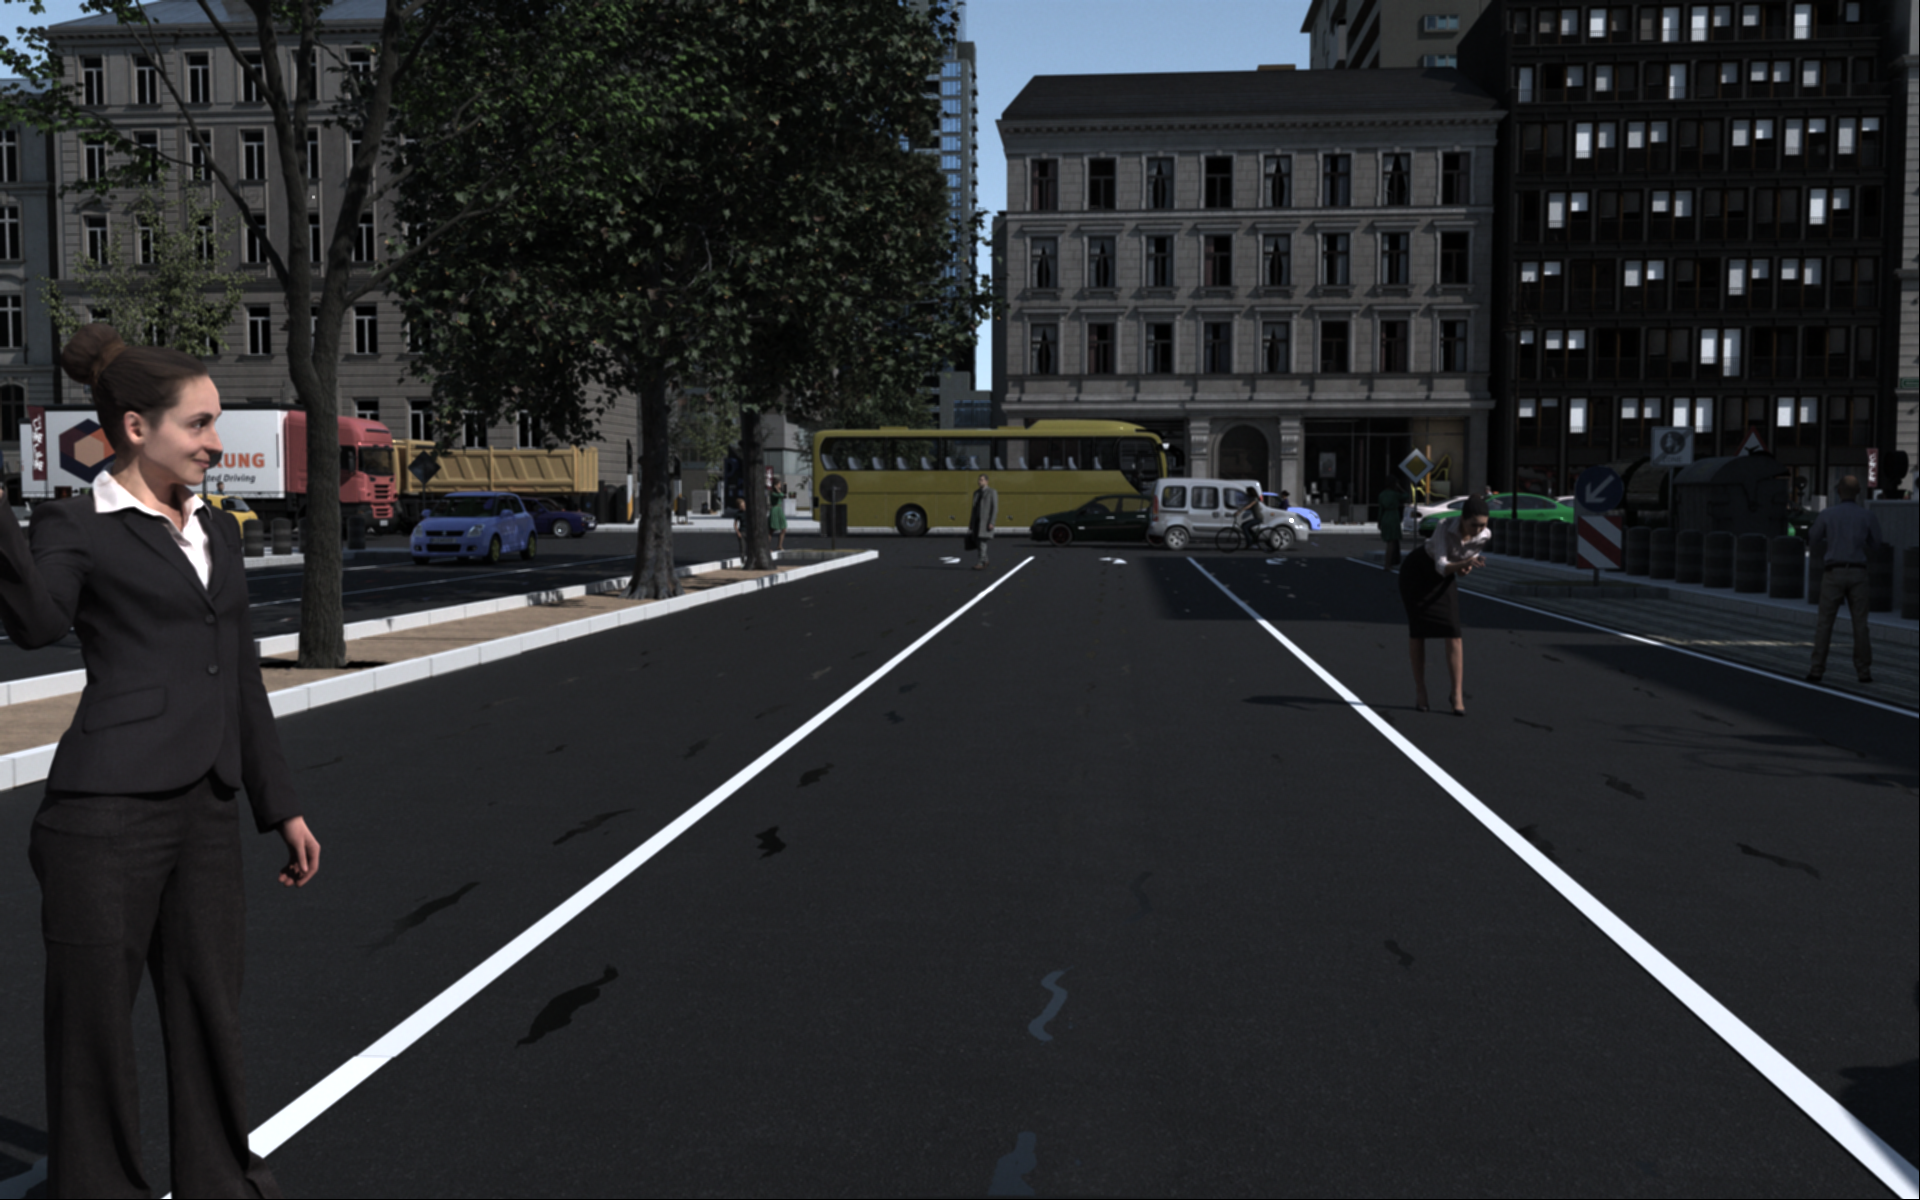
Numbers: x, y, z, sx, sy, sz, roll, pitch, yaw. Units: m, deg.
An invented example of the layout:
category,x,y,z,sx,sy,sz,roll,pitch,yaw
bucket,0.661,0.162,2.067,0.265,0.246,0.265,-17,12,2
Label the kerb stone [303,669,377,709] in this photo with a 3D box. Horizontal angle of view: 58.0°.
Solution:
category,x,y,z,sx,sy,sz,roll,pitch,yaw
kerb stone,-4.336,0.623,12.012,0.120,0.150,1.000,0,4,5

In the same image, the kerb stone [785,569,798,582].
category,x,y,z,sx,sy,sz,roll,pitch,yaw
kerb stone,-2.861,-0.382,28.444,0.120,0.150,1.000,0,4,5

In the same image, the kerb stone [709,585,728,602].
category,x,y,z,sx,sy,sz,roll,pitch,yaw
kerb stone,-3.327,-0.069,23.322,0.120,0.150,1.000,0,4,5

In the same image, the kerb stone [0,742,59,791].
category,x,y,z,sx,sy,sz,roll,pitch,yaw
kerb stone,-4.614,0.814,8.938,0.120,0.150,1.000,0,4,5

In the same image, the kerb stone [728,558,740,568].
category,x,y,z,sx,sy,sz,roll,pitch,yaw
kerb stone,-4.495,-0.706,33.733,0.120,0.150,1.000,0,4,5

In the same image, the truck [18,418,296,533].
category,x,y,z,sx,sy,sz,roll,pitch,yaw
truck,-28.962,-4.625,64.528,11.283,4.237,2.839,0,4,5

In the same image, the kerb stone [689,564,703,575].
category,x,y,z,sx,sy,sz,roll,pitch,yaw
kerb stone,-4.779,-0.518,30.658,0.120,0.150,1.000,0,4,5

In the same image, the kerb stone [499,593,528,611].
category,x,y,z,sx,sy,sz,roll,pitch,yaw
kerb stone,-5.607,0.046,21.439,0.120,0.150,1.000,0,4,5

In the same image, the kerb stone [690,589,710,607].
category,x,y,z,sx,sy,sz,roll,pitch,yaw
kerb stone,-3.422,-0.006,22.295,0.120,0.150,1.000,0,4,5

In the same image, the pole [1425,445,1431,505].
category,x,y,z,sx,sy,sz,roll,pitch,yaw
pole,19.582,-4.814,72.553,0.158,3.312,0.155,0,3,0

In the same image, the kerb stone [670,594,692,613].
category,x,y,z,sx,sy,sz,roll,pitch,yaw
kerb stone,-3.507,0.057,21.270,0.120,0.150,1.000,0,4,5

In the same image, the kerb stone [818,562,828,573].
category,x,y,z,sx,sy,sz,roll,pitch,yaw
kerb stone,-2.596,-0.563,31.513,0.120,0.150,1.000,0,4,5

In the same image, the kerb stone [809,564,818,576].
category,x,y,z,sx,sy,sz,roll,pitch,yaw
kerb stone,-2.690,-0.507,30.491,0.120,0.150,1.000,0,4,5

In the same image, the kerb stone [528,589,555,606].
category,x,y,z,sx,sy,sz,roll,pitch,yaw
kerb stone,-5.510,-0.016,22.460,0.120,0.150,1.000,0,4,5

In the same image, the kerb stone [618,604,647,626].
category,x,y,z,sx,sy,sz,roll,pitch,yaw
kerb stone,-3.693,0.182,19.216,0.120,0.150,1.000,0,4,5

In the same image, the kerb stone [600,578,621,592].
category,x,y,z,sx,sy,sz,roll,pitch,yaw
kerb stone,-5.234,-0.204,25.535,0.120,0.150,1.000,0,4,5

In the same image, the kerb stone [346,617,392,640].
category,x,y,z,sx,sy,sz,roll,pitch,yaw
kerb stone,-5.972,0.298,17.328,0.120,0.150,1.000,0,4,5

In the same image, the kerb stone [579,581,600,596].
category,x,y,z,sx,sy,sz,roll,pitch,yaw
kerb stone,-5.332,-0.135,24.514,0.120,0.150,1.000,0,4,5

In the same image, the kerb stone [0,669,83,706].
category,x,y,z,sx,sy,sz,roll,pitch,yaw
kerb stone,-6.431,0.614,12.205,0.120,0.150,1.000,0,4,5

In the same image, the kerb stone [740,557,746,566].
category,x,y,z,sx,sy,sz,roll,pitch,yaw
kerb stone,-4.408,-0.769,34.761,0.120,0.150,1.000,0,4,5

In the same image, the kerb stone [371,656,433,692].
category,x,y,z,sx,sy,sz,roll,pitch,yaw
kerb stone,-4.244,0.560,13.034,0.120,0.150,1.000,0,4,5

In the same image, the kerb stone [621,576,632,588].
category,x,y,z,sx,sy,sz,roll,pitch,yaw
kerb stone,-5.135,-0.267,26.566,0.120,0.150,1.000,0,4,5

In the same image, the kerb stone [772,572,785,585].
category,x,y,z,sx,sy,sz,roll,pitch,yaw
kerb stone,-2.961,-0.320,27.424,0.120,0.150,1.000,0,4,5

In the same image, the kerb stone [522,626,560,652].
category,x,y,z,sx,sy,sz,roll,pitch,yaw
kerb stone,-3.969,0.375,16.134,0.120,0.150,1.000,0,4,5

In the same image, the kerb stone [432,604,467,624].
category,x,y,z,sx,sy,sz,roll,pitch,yaw
kerb stone,-5.792,0.175,19.387,0.120,0.150,1.000,0,4,5

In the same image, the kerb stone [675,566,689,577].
category,x,y,z,sx,sy,sz,roll,pitch,yaw
kerb stone,-4.864,-0.454,29.631,0.120,0.150,1.000,0,4,5

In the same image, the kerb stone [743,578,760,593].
category,x,y,z,sx,sy,sz,roll,pitch,yaw
kerb stone,-3.136,-0.194,25.374,0.120,0.150,1.000,0,4,5

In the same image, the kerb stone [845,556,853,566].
category,x,y,z,sx,sy,sz,roll,pitch,yaw
kerb stone,-2.320,-0.754,34.585,0.120,0.150,1.000,0,4,5

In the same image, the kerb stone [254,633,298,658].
category,x,y,z,sx,sy,sz,roll,pitch,yaw
kerb stone,-6.153,0.423,15.277,0.120,0.150,1.000,0,4,5

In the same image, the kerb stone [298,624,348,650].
category,x,y,z,sx,sy,sz,roll,pitch,yaw
kerb stone,-6.061,0.366,16.302,0.120,0.150,1.000,0,4,5

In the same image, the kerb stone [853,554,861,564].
category,x,y,z,sx,sy,sz,roll,pitch,yaw
kerb stone,-2.226,-0.820,35.606,0.120,0.150,1.000,0,4,5

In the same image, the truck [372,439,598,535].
category,x,y,z,sx,sy,sz,roll,pitch,yaw
truck,-18.025,-4.030,61.810,9.791,3.379,3.469,0,4,4

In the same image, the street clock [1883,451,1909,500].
category,x,y,z,sx,sy,sz,roll,pitch,yaw
street clock,15.576,-1.487,28.878,0.358,2.002,0.471,0,4,7

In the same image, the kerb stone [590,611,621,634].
category,x,y,z,sx,sy,sz,roll,pitch,yaw
kerb stone,-3.788,0.246,18.179,0.120,0.150,1.000,0,4,5

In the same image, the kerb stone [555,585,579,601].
category,x,y,z,sx,sy,sz,roll,pitch,yaw
kerb stone,-5.409,-0.073,23.488,0.120,0.150,1.000,0,4,5

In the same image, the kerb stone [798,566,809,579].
category,x,y,z,sx,sy,sz,roll,pitch,yaw
kerb stone,-2.768,-0.444,29.469,0.120,0.150,1.000,0,4,5

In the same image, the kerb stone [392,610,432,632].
category,x,y,z,sx,sy,sz,roll,pitch,yaw
kerb stone,-5.881,0.238,18.354,0.120,0.150,1.000,0,4,5

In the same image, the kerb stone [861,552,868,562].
category,x,y,z,sx,sy,sz,roll,pitch,yaw
kerb stone,-2.131,-0.881,36.630,0.120,0.150,1.000,0,4,5

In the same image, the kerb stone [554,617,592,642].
category,x,y,z,sx,sy,sz,roll,pitch,yaw
kerb stone,-3.880,0.308,17.155,0.120,0.150,1.000,0,4,5

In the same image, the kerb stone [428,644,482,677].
category,x,y,z,sx,sy,sz,roll,pitch,yaw
kerb stone,-4.149,0.499,14.072,0.120,0.150,1.000,0,4,5

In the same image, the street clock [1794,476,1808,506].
category,x,y,z,sx,sy,sz,roll,pitch,yaw
street clock,33.757,-3.974,69.548,0.471,2.002,0.358,3,5,40

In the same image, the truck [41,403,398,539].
category,x,y,z,sx,sy,sz,roll,pitch,yaw
truck,-22.889,-4.014,54.540,11.283,4.237,2.839,0,4,7

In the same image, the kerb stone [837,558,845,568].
category,x,y,z,sx,sy,sz,roll,pitch,yaw
kerb stone,-2.409,-0.695,33.563,0.120,0.150,1.000,0,4,5

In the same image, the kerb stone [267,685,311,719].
category,x,y,z,sx,sy,sz,roll,pitch,yaw
kerb stone,-4.427,0.688,10.987,0.120,0.150,1.000,0,4,5

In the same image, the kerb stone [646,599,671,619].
category,x,y,z,sx,sy,sz,roll,pitch,yaw
kerb stone,-3.598,0.120,20.237,0.120,0.150,1.000,0,4,5

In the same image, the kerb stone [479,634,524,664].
category,x,y,z,sx,sy,sz,roll,pitch,yaw
kerb stone,-4.054,0.435,15.100,0.120,0.150,1.000,0,4,5

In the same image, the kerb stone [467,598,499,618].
category,x,y,z,sx,sy,sz,roll,pitch,yaw
kerb stone,-5.695,0.109,20.409,0.120,0.150,1.000,0,4,5

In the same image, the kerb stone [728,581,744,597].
category,x,y,z,sx,sy,sz,roll,pitch,yaw
kerb stone,-3.236,-0.129,24.351,0.120,0.150,1.000,0,4,5

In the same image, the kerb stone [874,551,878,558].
category,x,y,z,sx,sy,sz,roll,pitch,yaw
kerb stone,-1.954,-1.008,38.674,0.120,0.150,1.000,0,4,5

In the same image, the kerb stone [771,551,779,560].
category,x,y,z,sx,sy,sz,roll,pitch,yaw
kerb stone,-4.038,-1.019,38.848,0.120,0.150,1.000,0,4,5

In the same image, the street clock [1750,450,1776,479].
category,x,y,z,sx,sy,sz,roll,pitch,yaw
street clock,13.213,-1.471,28.629,0.471,2.002,0.358,2,4,24

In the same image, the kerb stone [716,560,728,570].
category,x,y,z,sx,sy,sz,roll,pitch,yaw
kerb stone,-4.592,-0.643,32.707,0.120,0.150,1.000,0,4,5

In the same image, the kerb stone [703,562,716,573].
category,x,y,z,sx,sy,sz,roll,pitch,yaw
kerb stone,-4.685,-0.580,31.679,0.120,0.150,1.000,0,4,5

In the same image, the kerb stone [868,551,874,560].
category,x,y,z,sx,sy,sz,roll,pitch,yaw
kerb stone,-2.046,-0.945,37.652,0.120,0.150,1.000,0,4,5

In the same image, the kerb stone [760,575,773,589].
category,x,y,z,sx,sy,sz,roll,pitch,yaw
kerb stone,-3.049,-0.254,26.399,0.120,0.150,1.000,0,4,5

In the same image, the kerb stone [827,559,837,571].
category,x,y,z,sx,sy,sz,roll,pitch,yaw
kerb stone,-2.501,-0.633,32.542,0.120,0.150,1.000,0,4,5
